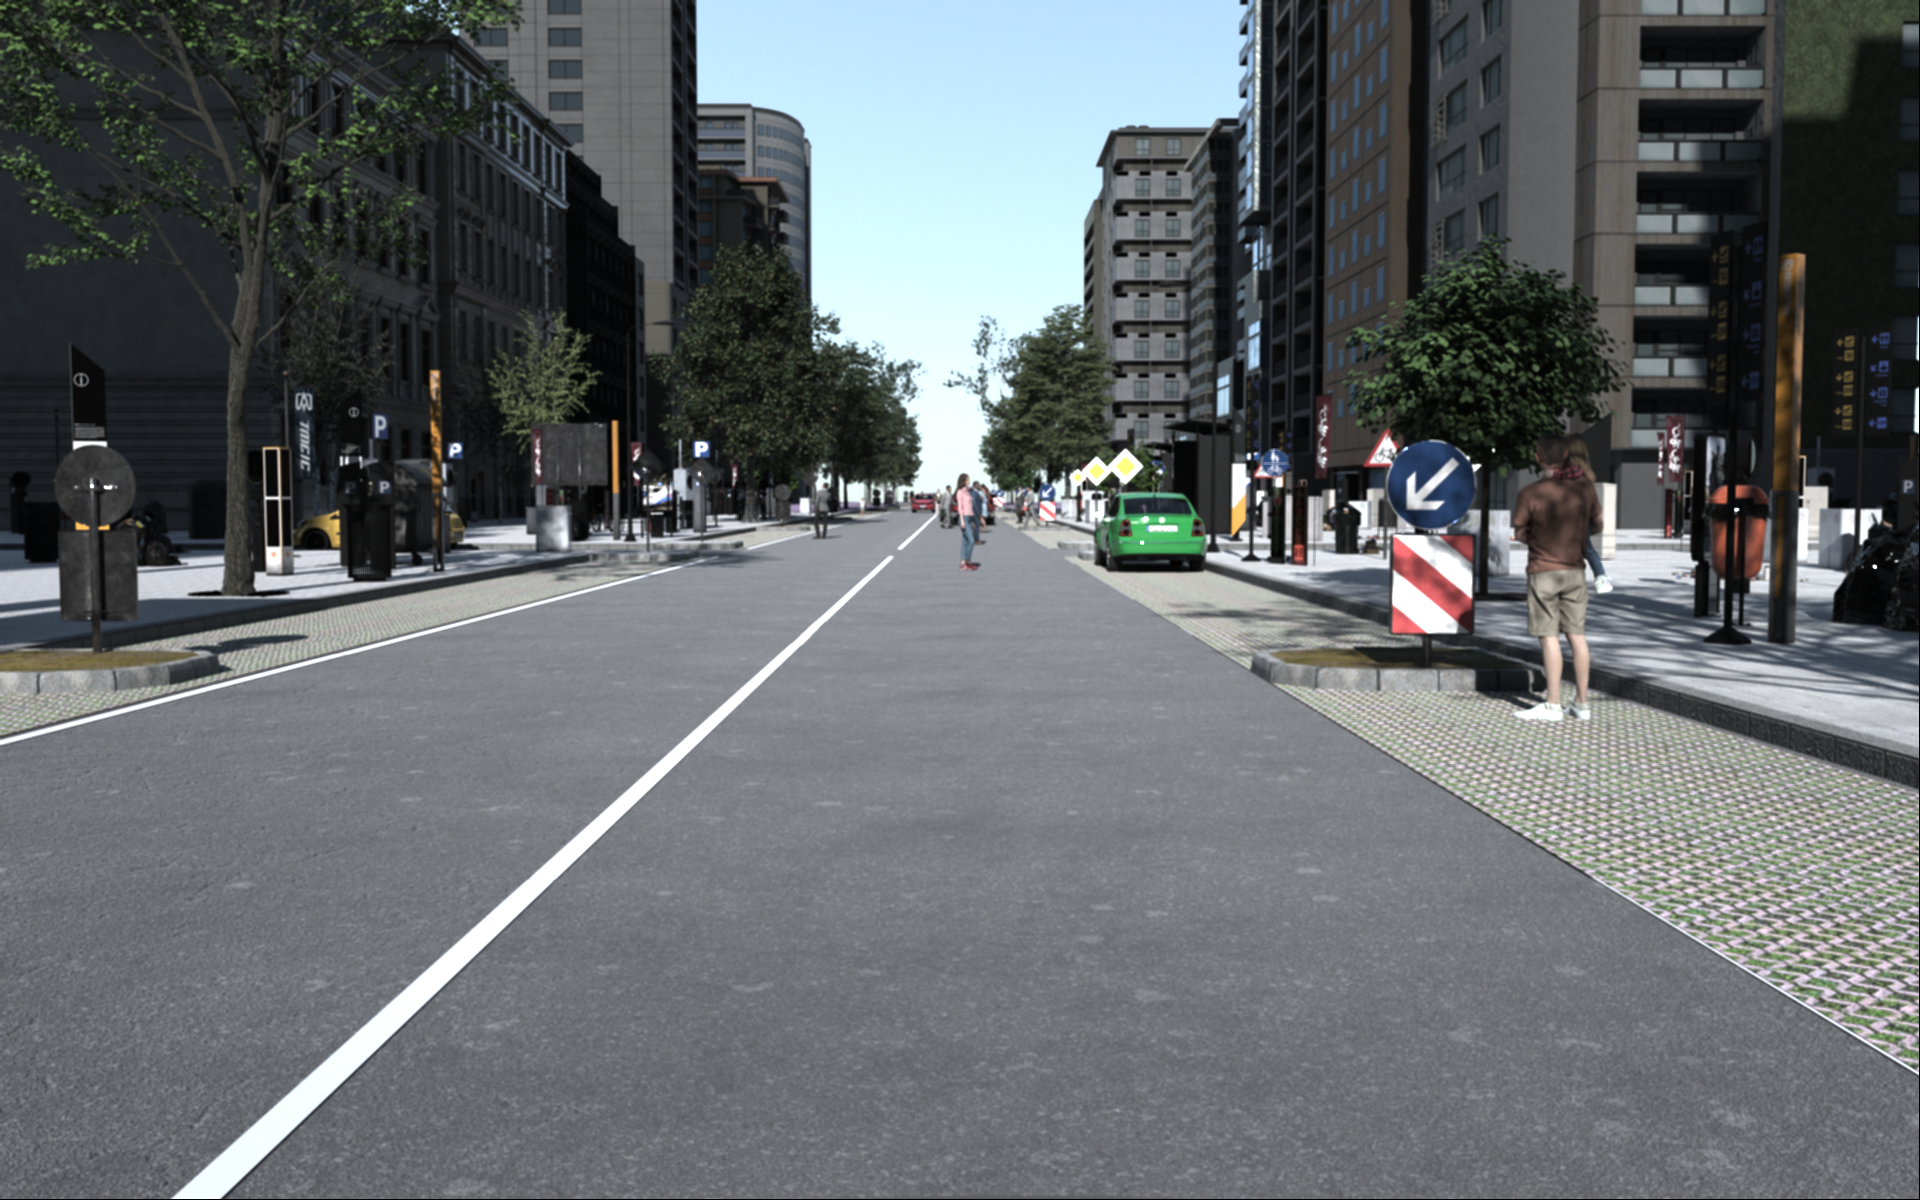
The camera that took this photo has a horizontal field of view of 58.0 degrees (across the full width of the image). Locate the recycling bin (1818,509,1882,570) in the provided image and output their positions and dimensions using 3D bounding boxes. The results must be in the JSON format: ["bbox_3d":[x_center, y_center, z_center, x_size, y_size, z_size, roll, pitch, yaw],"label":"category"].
[{"bbox_3d":[15.210,-1.043,29.603,0.722,1.027,0.722,0,4,-5],"label":"recycling bin"}]

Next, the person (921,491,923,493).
[{"bbox_3d":[-5.455,-14.620,247.552,0.705,1.822,1.348,-1,4,-9],"label":"person"}]

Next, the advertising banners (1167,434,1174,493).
[{"bbox_3d":[6.115,-3.304,50.204,0.090,3.025,2.074,1,4,10],"label":"advertising banners"}]

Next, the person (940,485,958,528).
[{"bbox_3d":[-0.518,-3.896,72.472,0.850,1.792,0.678,3,5,40],"label":"person"}]

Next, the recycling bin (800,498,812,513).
[{"bbox_3d":[-10.216,-6.249,114.730,0.722,1.027,0.722,0,4,-1],"label":"recycling bin"}]

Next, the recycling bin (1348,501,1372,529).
[{"bbox_3d":[14.576,-3.094,63.140,0.722,1.027,0.722,2,4,26],"label":"recycling bin"}]

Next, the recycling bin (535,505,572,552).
[{"bbox_3d":[-9.062,-1.596,38.655,0.722,1.027,0.722,0,4,-7],"label":"recycling bin"}]

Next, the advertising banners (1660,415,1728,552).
[{"bbox_3d":[16.188,-2.543,37.760,0.090,3.025,2.074,-2,4,-26],"label":"advertising banners"}]

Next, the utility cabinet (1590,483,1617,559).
[{"bbox_3d":[12.514,-1.561,34.201,0.318,1.500,1.173,-1,4,-10],"label":"utility cabinet"}]

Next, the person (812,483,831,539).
[{"bbox_3d":[-4.451,-2.874,55.671,0.592,1.802,0.473,-1,4,-21],"label":"person"}]

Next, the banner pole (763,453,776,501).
[{"bbox_3d":[-9.752,-5.993,87.998,0.863,3.779,0.401,1,4,13],"label":"banner pole"}]

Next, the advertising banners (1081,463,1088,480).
[{"bbox_3d":[7.507,-6.110,96.089,0.090,3.025,2.074,-3,5,-45],"label":"advertising banners"}]

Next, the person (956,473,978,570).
[{"bbox_3d":[0.113,-1.472,32.571,0.388,1.821,0.555,1,4,11],"label":"person"}]

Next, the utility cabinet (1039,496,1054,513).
[{"bbox_3d":[5.800,-6.415,116.042,1.020,1.237,0.306,-1,4,-18],"label":"utility cabinet"}]

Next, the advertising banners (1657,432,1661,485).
[{"bbox_3d":[20.403,-3.279,49.796,0.090,3.025,2.074,3,5,43],"label":"advertising banners"}]

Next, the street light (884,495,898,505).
[{"bbox_3d":[-8.370,-14.263,205.747,1.470,5.913,1.316,0,3,0],"label":"street light"}]

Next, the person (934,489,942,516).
[{"bbox_3d":[-1.387,-6.298,112.018,0.519,1.759,0.362,0,4,-7],"label":"person"}]

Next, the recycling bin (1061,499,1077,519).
[{"bbox_3d":[5.817,-4.802,91.068,0.722,1.027,0.722,-3,5,-40],"label":"recycling bin"}]

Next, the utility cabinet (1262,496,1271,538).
[{"bbox_3d":[9.340,-2.411,50.576,1.020,1.237,0.306,3,5,43],"label":"utility cabinet"}]

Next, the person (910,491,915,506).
[{"bbox_3d":[-5.609,-12.058,205.653,0.705,1.823,1.348,3,4,36],"label":"person"}]

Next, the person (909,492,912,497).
[{"bbox_3d":[-6.936,-14.555,247.201,0.721,1.743,1.217,2,4,34],"label":"person"}]

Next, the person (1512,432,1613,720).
[{"bbox_3d":[3.840,-0.156,11.031,0.573,1.828,0.580,2,4,31],"label":"person"}]

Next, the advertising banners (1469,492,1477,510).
[{"bbox_3d":[17.776,-3.915,60.204,0.090,3.025,2.074,2,4,26],"label":"advertising banners"}]

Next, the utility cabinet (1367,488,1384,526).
[{"bbox_3d":[16.457,-3.657,68.479,0.318,1.500,1.173,3,4,38],"label":"utility cabinet"}]

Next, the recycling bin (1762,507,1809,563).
[{"bbox_3d":[15.372,-1.218,32.463,0.722,1.027,0.722,0,4,-4],"label":"recycling bin"}]

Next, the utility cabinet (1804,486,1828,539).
[{"bbox_3d":[23.658,-2.438,48.544,1.173,1.500,0.318,2,4,23],"label":"utility cabinet"}]

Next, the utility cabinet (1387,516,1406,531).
[{"bbox_3d":[15.386,-3.060,61.190,0.306,1.237,1.020,3,5,44],"label":"utility cabinet"}]

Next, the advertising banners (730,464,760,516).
[{"bbox_3d":[-12.556,-6.426,101.250,2.074,3.025,0.090,-3,5,-41],"label":"advertising banners"}]

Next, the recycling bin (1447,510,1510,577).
[{"bbox_3d":[8.161,-0.900,27.277,0.722,1.027,0.722,-3,5,-39],"label":"recycling bin"}]

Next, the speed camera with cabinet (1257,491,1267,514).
[{"bbox_3d":[14.363,-5.663,86.928,2.038,3.252,0.660,0,4,6],"label":"speed camera with cabinet"}]

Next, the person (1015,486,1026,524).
[{"bbox_3d":[2.922,-4.604,83.743,0.622,1.834,0.822,2,4,35],"label":"person"}]

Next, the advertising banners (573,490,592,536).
[{"bbox_3d":[-11.976,-3.466,52.861,2.074,3.025,0.090,3,4,38],"label":"advertising banners"}]

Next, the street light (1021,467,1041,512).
[{"bbox_3d":[5.042,-9.073,120.890,1.470,5.913,1.316,0,3,0],"label":"street light"}]

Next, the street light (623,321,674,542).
[{"bbox_3d":[-8.350,-4.526,46.534,1.470,5.913,1.316,0,3,0],"label":"street light"}]

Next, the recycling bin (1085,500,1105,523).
[{"bbox_3d":[5.961,-3.906,76.412,0.722,1.027,0.722,-1,4,-14],"label":"recycling bin"}]

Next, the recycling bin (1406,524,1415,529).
[{"bbox_3d":[16.577,-3.153,64.109,0.722,1.027,0.722,2,4,23],"label":"recycling bin"}]

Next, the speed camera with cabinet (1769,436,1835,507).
[{"bbox_3d":[28.656,-3.951,58.927,2.038,3.252,0.660,0,4,-8],"label":"speed camera with cabinet"}]

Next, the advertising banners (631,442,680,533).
[{"bbox_3d":[-10.144,-3.749,57.486,2.074,3.025,0.090,2,4,32],"label":"advertising banners"}]

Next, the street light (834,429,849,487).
[{"bbox_3d":[-8.331,-9.168,122.445,1.470,5.913,1.316,0,3,0],"label":"street light"}]

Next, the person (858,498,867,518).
[{"bbox_3d":[-5.800,-5.497,103.397,0.505,1.210,0.382,-2,4,-26],"label":"person"}]

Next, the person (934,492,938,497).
[{"bbox_3d":[-2.967,-13.558,230.997,1.217,1.723,0.721,0,4,-6],"label":"person"}]

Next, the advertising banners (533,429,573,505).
[{"bbox_3d":[-10.942,-3.065,46.294,0.090,3.025,2.074,-3,4,-38],"label":"advertising banners"}]

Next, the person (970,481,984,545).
[{"bbox_3d":[0.463,-2.494,49.453,0.419,1.800,0.721,0,4,-5],"label":"person"}]

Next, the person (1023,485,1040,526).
[{"bbox_3d":[2.944,-3.864,71.953,0.850,1.792,0.678,-1,4,-9],"label":"person"}]

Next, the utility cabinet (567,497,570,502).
[{"bbox_3d":[-11.698,-2.457,51.338,0.306,1.237,1.020,-1,4,-14],"label":"utility cabinet"}]

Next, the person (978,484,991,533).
[{"bbox_3d":[0.902,-3.408,64.308,0.616,1.811,0.778,-2,4,-28],"label":"person"}]

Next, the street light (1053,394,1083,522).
[{"bbox_3d":[4.988,-6.588,80.253,1.470,5.913,1.316,0,3,0],"label":"street light"}]

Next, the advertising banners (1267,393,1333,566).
[{"bbox_3d":[6.109,-2.139,31.155,0.090,3.025,2.074,-1,4,-20],"label":"advertising banners"}]

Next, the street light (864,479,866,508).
[{"bbox_3d":[-8.381,-11.634,162.751,1.470,5.913,1.316,0,3,0],"label":"street light"}]

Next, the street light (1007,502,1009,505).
[{"bbox_3d":[5.050,-11.306,157.391,1.470,5.913,1.316,0,3,0],"label":"street light"}]

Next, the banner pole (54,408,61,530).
[{"bbox_3d":[-26.209,-3.692,50.387,0.401,3.779,0.863,-1,4,-20],"label":"banner pole"}]

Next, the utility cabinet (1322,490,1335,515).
[{"bbox_3d":[17.902,-4.621,84.235,0.318,1.500,1.173,0,4,-6],"label":"utility cabinet"}]

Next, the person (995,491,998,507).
[{"bbox_3d":[3.698,-10.425,179.626,1.217,1.739,0.721,-2,4,-24],"label":"person"}]

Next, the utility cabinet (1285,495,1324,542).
[{"bbox_3d":[9.355,-2.198,47.094,1.020,1.237,0.306,3,5,40],"label":"utility cabinet"}]

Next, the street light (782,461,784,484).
[{"bbox_3d":[-8.331,-6.991,86.840,1.470,5.913,1.316,0,3,0],"label":"street light"}]

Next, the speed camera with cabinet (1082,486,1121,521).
[{"bbox_3d":[6.772,-5.405,82.707,2.038,3.252,0.660,-3,4,-37],"label":"speed camera with cabinet"}]

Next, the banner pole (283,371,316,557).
[{"bbox_3d":[-13.533,-2.778,35.430,0.401,3.779,0.863,3,4,38],"label":"banner pole"}]

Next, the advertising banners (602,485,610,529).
[{"bbox_3d":[-12.951,-4.103,63.279,0.090,3.025,2.074,0,4,-5],"label":"advertising banners"}]
